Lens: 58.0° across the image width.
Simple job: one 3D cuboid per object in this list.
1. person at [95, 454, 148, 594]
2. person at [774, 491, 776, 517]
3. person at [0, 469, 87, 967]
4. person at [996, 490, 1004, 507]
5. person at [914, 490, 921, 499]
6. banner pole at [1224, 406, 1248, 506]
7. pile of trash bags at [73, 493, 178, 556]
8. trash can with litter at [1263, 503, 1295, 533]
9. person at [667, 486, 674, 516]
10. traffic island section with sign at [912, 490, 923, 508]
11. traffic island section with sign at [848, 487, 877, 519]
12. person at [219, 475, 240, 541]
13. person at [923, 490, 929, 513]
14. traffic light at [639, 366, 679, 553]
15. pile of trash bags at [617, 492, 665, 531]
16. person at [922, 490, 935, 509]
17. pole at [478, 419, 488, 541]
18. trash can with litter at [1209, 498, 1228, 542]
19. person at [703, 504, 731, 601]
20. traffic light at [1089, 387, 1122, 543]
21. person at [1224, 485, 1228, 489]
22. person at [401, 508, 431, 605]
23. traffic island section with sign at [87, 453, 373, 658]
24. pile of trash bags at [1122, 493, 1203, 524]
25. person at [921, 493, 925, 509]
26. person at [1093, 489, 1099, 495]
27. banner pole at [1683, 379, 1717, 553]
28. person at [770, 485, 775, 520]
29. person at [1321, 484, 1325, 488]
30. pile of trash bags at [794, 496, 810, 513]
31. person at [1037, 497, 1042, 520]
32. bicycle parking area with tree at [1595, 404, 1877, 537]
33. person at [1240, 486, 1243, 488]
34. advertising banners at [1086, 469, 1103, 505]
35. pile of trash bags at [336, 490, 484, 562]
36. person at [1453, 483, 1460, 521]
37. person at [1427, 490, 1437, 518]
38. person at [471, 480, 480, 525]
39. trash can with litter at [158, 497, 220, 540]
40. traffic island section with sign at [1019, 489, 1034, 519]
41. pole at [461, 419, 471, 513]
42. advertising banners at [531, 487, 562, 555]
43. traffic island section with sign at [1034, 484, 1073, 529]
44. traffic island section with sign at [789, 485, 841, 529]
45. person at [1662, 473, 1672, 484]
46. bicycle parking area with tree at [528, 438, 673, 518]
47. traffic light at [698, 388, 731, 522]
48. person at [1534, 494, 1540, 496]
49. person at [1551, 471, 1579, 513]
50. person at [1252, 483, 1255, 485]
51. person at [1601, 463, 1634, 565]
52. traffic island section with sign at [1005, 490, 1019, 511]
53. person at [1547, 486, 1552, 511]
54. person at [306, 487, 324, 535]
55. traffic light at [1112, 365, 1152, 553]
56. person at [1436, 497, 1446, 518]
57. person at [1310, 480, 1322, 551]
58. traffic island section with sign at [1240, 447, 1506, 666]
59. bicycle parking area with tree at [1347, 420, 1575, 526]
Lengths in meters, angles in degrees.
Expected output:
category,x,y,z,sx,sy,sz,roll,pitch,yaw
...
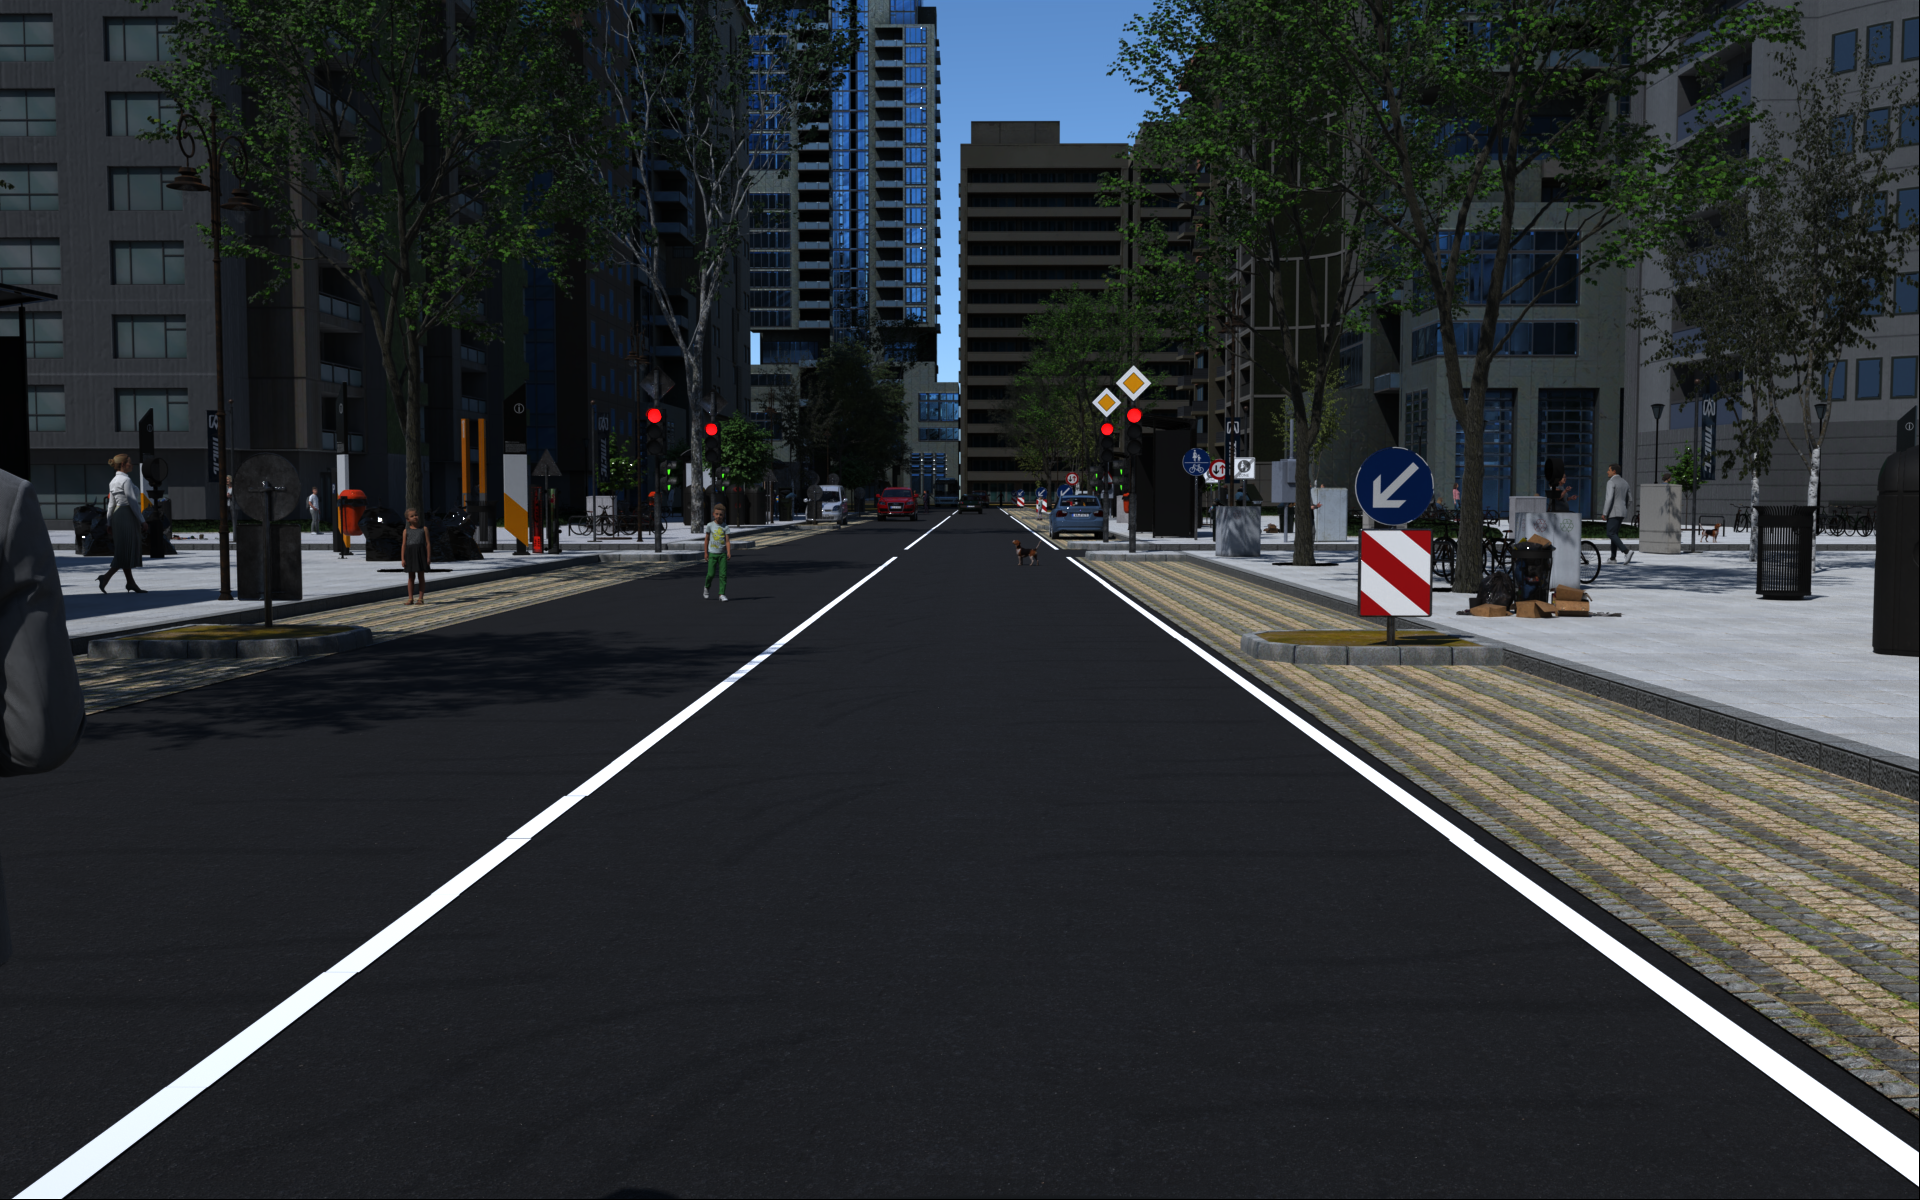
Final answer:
category,x,y,z,sx,sy,sz,roll,pitch,yaw
person,-10.782,-0.977,22.238,0.641,1.798,0.478,-3,4,-38
person,-10.711,-5.633,98.988,0.563,1.720,0.643,-1,4,-11
person,-1.494,0.389,2.337,0.606,1.804,0.583,-1,4,-22
person,4.471,-11.106,190.051,0.705,1.831,1.348,-2,4,-34
person,-3.990,-8.757,152.205,1.217,1.766,0.721,1,4,17
banner pole,7.949,-3.642,49.562,0.863,3.779,0.401,2,4,32
pile of trash bags,-18.045,-1.684,37.291,1.912,1.369,3.447,-2,4,-30
trash can with litter,10.545,-2.783,56.889,1.055,1.170,0.624,-1,4,-19
person,-17.304,-5.980,103.700,0.514,1.842,0.818,1,4,20
traffic island section with sign,-4.757,-10.171,174.925,1.989,1.847,2.006,0,4,1
traffic island section with sign,-5.634,-5.479,98.205,1.989,1.847,2.006,0,4,1
person,-20.102,-2.539,47.742,0.537,1.800,0.526,0,4,5
person,-2.546,-7.286,128.541,0.530,1.710,0.541,1,4,8
traffic light,-6.605,-2.996,37.899,0.839,4.253,0.868,0,4,1
pile of trash bags,-11.253,-3.129,60.918,1.912,1.369,3.447,1,4,11
person,-3.037,-9.543,164.608,1.350,1.814,0.705,-2,4,-33
pole,-12.934,-3.249,46.958,0.158,3.312,0.155,0,3,0
trash can with litter,7.231,-2.143,46.420,1.055,1.170,0.624,0,4,-7
person,-3.270,-0.643,23.265,0.306,1.304,0.590,-2,4,-32
traffic light,3.847,-3.478,45.782,0.839,4.253,0.868,0,4,1
person,13.475,-5.010,88.523,0.524,1.755,0.480,1,4,11
person,-6.993,-0.557,22.275,0.362,1.253,0.373,0,4,-5
traffic island section with sign,-6.575,-0.448,15.948,1.989,1.847,2.006,0,4,1
pile of trash bags,8.703,-3.977,74.779,3.447,1.369,1.912,0,4,-4
person,-3.391,-9.860,170.434,1.217,1.735,0.721,-3,4,-39
person,11.623,-8.759,149.780,0.617,1.759,0.750,3,5,40
banner pole,16.242,-2.927,37.872,0.863,3.779,0.401,-2,4,-26
person,-9.523,-4.865,86.177,0.643,1.750,0.593,-1,4,-11
person,18.535,-5.049,88.690,0.767,1.812,0.694,-1,4,-8
pile of trash bags,-10.395,-6.643,118.368,1.912,1.369,3.447,1,4,18
person,4.295,-4.941,93.564,0.394,1.301,0.425,1,4,14
bicycle parking area with tree,24.747,-4.161,55.030,8.231,4.147,9.016,1,4,14
person,17.092,-6.070,105.474,0.511,1.800,0.466,2,4,24
advertising banners,9.407,-7.564,119.863,2.074,3.025,0.090,-3,5,-42
pile of trash bags,-10.960,-1.473,33.838,3.447,1.369,1.912,2,4,32
person,23.644,-4.673,82.464,0.388,1.821,0.555,2,4,29
person,20.403,-4.200,74.893,0.592,1.802,0.473,-1,4,-20
person,-20.081,-4.046,71.994,0.447,1.846,0.655,-3,4,-38
trash can with litter,-22.071,-2.304,48.736,2.233,1.210,1.678,-1,4,-12
traffic island section with sign,4.494,-5.488,98.362,1.989,1.847,2.006,0,4,1
pole,-13.383,-3.248,46.943,0.158,3.312,0.155,0,3,0
advertising banners,-9.107,-2.517,37.337,0.090,3.025,2.074,-3,5,-39
traffic island section with sign,4.174,-3.828,71.209,1.989,1.847,2.006,0,4,1
traffic island section with sign,-5.938,-3.829,71.228,1.989,1.847,2.006,0,4,1
person,18.343,-2.386,45.071,0.654,1.822,0.581,-3,5,-40
bicycle parking area with tree,-19.226,-6.414,91.874,9.016,4.147,8.231,1,4,17
traffic light,-6.514,-3.484,45.884,0.839,4.253,0.868,0,4,1
person,21.118,-3.234,63.175,0.590,1.304,0.306,2,4,30
person,12.616,-1.826,36.259,0.532,1.782,0.716,2,4,32
person,13.297,-4.451,79.155,0.601,1.785,0.444,-3,5,-39
person,11.992,-1.566,31.487,0.661,1.843,0.795,-2,4,-33
traffic island section with sign,5.045,-8.502,147.643,1.989,1.847,2.006,0,4,1
person,26.762,-4.442,78.449,0.659,1.850,0.755,-3,4,-39
person,-20.359,-2.816,54.686,0.523,1.515,0.503,-2,4,-25
traffic light,3.755,-2.989,37.797,0.839,4.253,0.868,0,4,1
person,21.663,-4.061,77.942,0.738,1.151,1.012,0,4,6
person,8.392,-2.013,41.614,0.583,1.804,0.606,3,4,37
traffic island section with sign,3.549,-0.409,15.316,1.989,1.847,2.006,0,4,1
bicycle parking area with tree,19.589,-5.070,69.898,9.016,4.147,8.231,0,4,2
